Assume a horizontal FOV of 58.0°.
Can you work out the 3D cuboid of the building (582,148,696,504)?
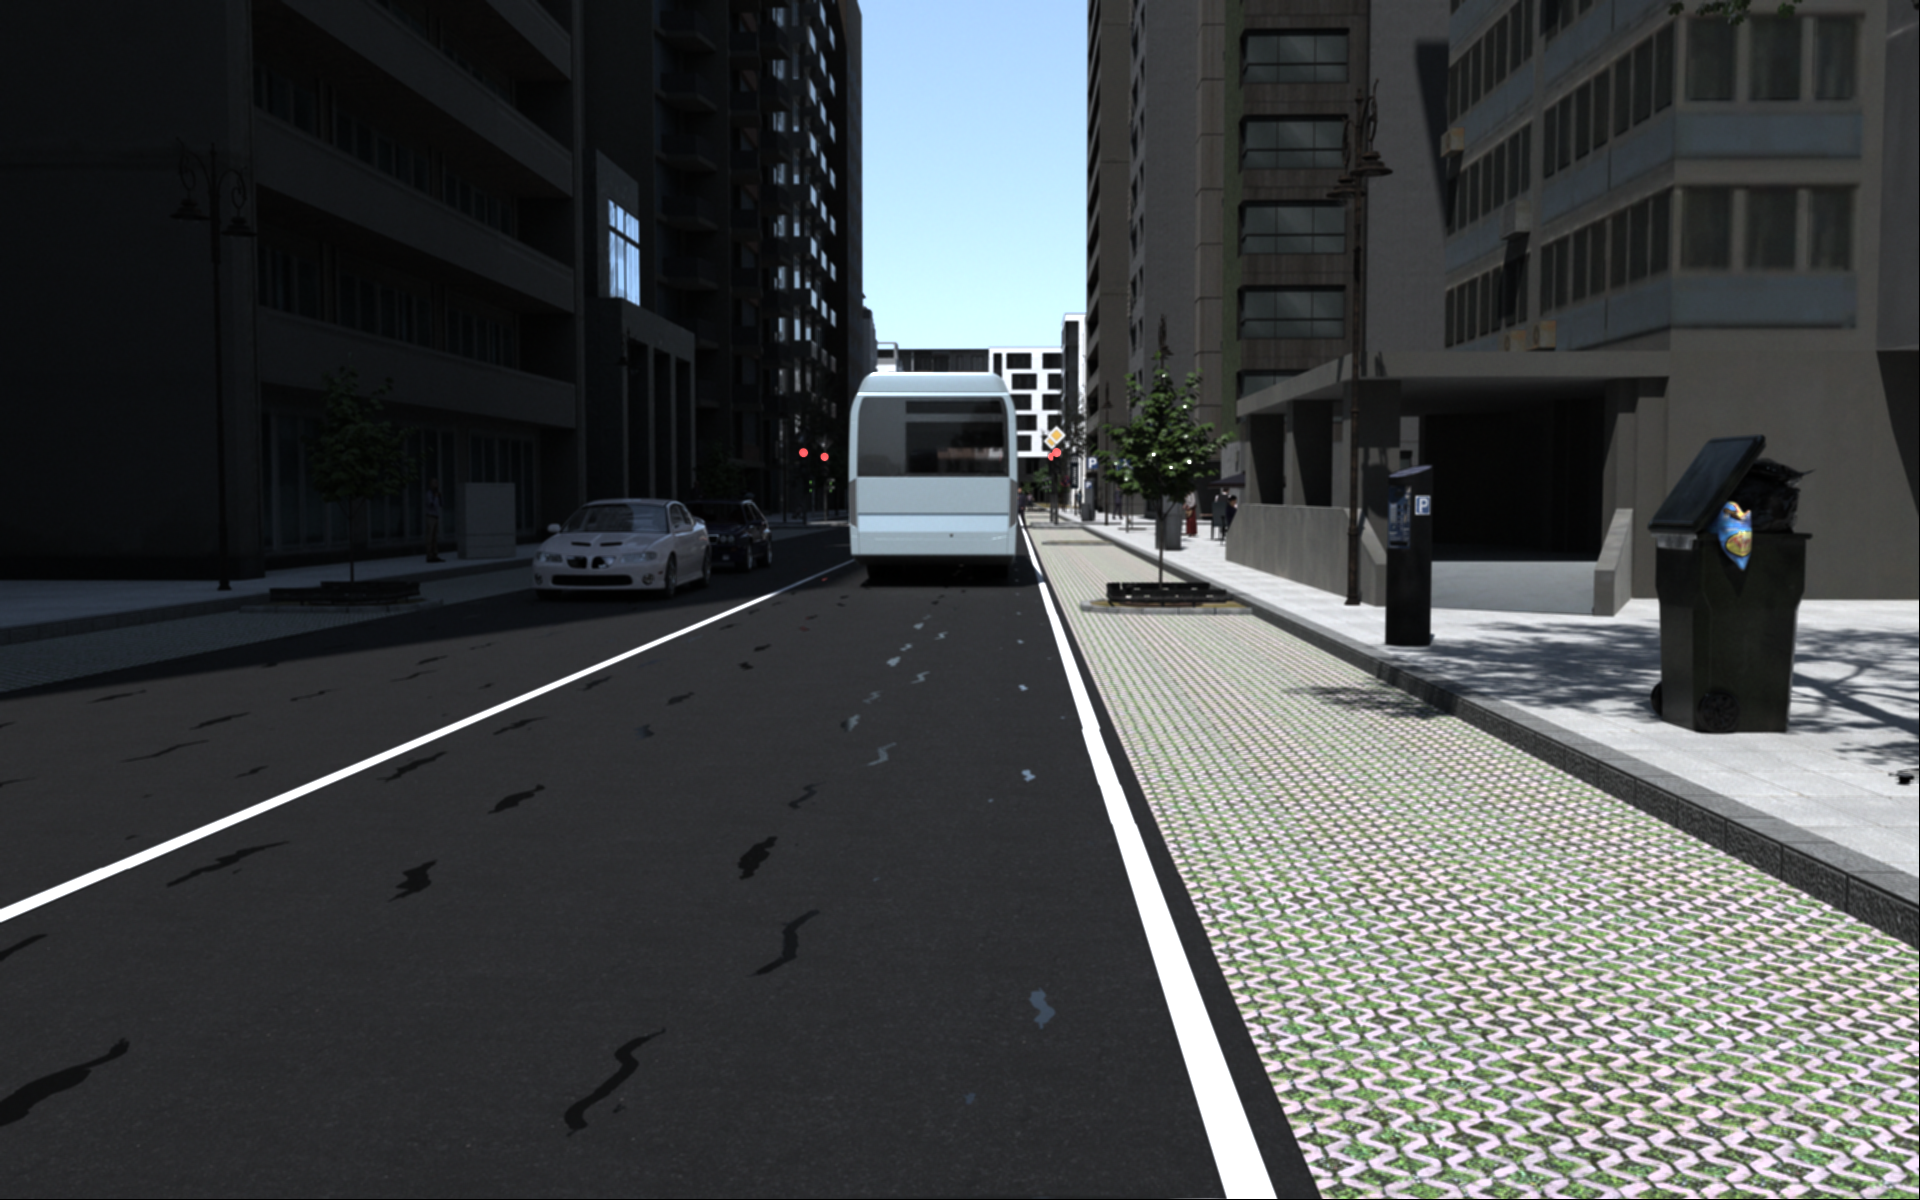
[{"bbox_3d":[-26.489,-45.508,56.729,31.000,86.520,22.319,0,4,2],"label":"building"}]

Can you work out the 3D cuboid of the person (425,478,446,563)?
[{"bbox_3d":[-9.862,-1.493,32.509,0.319,1.574,0.516,1,4,9],"label":"person"}]

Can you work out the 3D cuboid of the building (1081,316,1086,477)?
[{"bbox_3d":[19.456,-18.664,161.575,16.016,20.091,11.380,0,4,2],"label":"building"}]

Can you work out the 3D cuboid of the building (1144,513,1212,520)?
[{"bbox_3d":[15.877,-24.656,86.715,14.086,41.232,14.154,0,4,2],"label":"building"}]

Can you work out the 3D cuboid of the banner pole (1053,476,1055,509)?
[{"bbox_3d":[8.076,-9.841,150.913,0.401,3.779,0.863,-2,4,-32],"label":"banner pole"}]

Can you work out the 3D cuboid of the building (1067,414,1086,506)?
[{"bbox_3d":[16.168,-14.651,181.690,9.099,9.664,28.070,0,4,2],"label":"building"}]

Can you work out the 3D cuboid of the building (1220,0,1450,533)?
[{"bbox_3d":[15.678,-17.520,58.146,14.160,30.474,14.107,0,4,2],"label":"building"}]

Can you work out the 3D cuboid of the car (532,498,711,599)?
[{"bbox_3d":[-4.804,-0.781,25.126,2.083,1.381,4.827,0,4,2],"label":"car"}]

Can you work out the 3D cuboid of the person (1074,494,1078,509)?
[{"bbox_3d":[10.229,-8.830,152.469,0.319,1.574,0.516,2,4,35],"label":"person"}]

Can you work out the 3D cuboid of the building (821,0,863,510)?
[{"bbox_3d":[-15.747,-30.371,146.682,14.600,45.320,14.200,0,4,2],"label":"building"}]

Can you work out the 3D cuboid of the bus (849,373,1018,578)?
[{"bbox_3d":[-0.348,-2.324,32.856,2.948,3.499,13.247,0,4,1],"label":"bus"}]

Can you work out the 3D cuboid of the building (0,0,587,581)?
[{"bbox_3d":[-20.992,-25.154,34.966,21.300,48.544,21.600,0,4,2],"label":"building"}]

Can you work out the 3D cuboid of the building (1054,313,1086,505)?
[{"bbox_3d":[26.236,-22.476,211.457,27.936,21.610,32.646,0,4,2],"label":"building"}]

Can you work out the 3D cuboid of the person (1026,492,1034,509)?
[{"bbox_3d":[6.174,-8.748,153.492,0.963,1.587,0.435,0,4,7],"label":"person"}]

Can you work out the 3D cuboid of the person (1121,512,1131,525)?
[{"bbox_3d":[6.882,-3.382,71.813,0.381,0.543,0.357,1,4,13],"label":"person"}]

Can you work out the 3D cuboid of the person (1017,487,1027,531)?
[{"bbox_3d":[2.343,-3.586,68.043,0.541,1.710,0.530,2,4,33],"label":"person"}]

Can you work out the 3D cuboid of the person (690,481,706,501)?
[{"bbox_3d":[-9.055,-3.269,60.174,0.600,1.739,0.565,1,4,23],"label":"person"}]

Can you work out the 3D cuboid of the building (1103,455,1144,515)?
[{"bbox_3d":[19.750,-40.861,106.337,20.563,71.187,20.611,0,4,2],"label":"building"}]

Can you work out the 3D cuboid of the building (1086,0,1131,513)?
[{"bbox_3d":[20.499,-30.850,128.093,21.300,48.544,21.600,0,4,2],"label":"building"}]

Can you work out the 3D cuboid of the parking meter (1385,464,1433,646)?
[{"bbox_3d":[3.820,-0.387,14.732,0.372,1.533,0.369,0,3,0],"label":"parking meter"}]

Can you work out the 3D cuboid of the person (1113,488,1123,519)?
[{"bbox_3d":[8.026,-4.935,87.650,0.530,1.710,0.541,-2,4,-28],"label":"person"}]

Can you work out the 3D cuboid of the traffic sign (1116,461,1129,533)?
[{"bbox_3d":[5.551,-3.502,57.365,0.768,2.556,0.104,0,4,4],"label":"traffic sign"}]

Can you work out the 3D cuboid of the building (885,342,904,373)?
[{"bbox_3d":[-13.028,-22.311,221.209,11.380,20.091,16.016,0,4,2],"label":"building"}]

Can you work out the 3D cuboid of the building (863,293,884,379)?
[{"bbox_3d":[-15.735,-18.616,160.789,16.016,20.091,11.380,0,4,2],"label":"building"}]

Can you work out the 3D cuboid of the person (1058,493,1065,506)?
[{"bbox_3d":[9.886,-9.969,169.565,1.217,1.766,0.721,-3,5,-42],"label":"person"}]

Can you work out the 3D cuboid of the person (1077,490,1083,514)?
[{"bbox_3d":[7.639,-6.221,109.963,0.429,1.552,0.499,2,4,31],"label":"person"}]

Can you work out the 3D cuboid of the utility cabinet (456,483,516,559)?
[{"bbox_3d":[-9.410,-1.573,34.395,0.318,1.500,1.173,3,5,39],"label":"utility cabinet"}]

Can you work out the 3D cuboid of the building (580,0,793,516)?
[{"bbox_3d":[-21.206,-26.931,94.946,22.147,44.769,28.867,0,4,2],"label":"building"}]

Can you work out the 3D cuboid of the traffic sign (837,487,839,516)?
[{"bbox_3d":[-7.296,-6.315,103.353,0.768,2.556,0.104,0,4,8],"label":"traffic sign"}]

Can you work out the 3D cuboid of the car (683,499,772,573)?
[{"bbox_3d":[-4.627,-1.232,32.724,1.945,1.354,3.894,0,4,2],"label":"car"}]

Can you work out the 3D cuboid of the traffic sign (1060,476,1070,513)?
[{"bbox_3d":[7.254,-7.280,119.139,0.768,2.556,0.104,1,4,9],"label":"traffic sign"}]

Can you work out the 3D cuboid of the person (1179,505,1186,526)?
[{"bbox_3d":[7.678,-3.359,61.093,0.598,1.807,0.434,2,4,32],"label":"person"}]

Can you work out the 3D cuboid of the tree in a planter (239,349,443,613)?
[{"bbox_3d":[-7.607,-1.490,21.577,1.991,3.239,1.994,0,4,2],"label":"tree in a planter"}]

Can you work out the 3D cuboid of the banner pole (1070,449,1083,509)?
[{"bbox_3d":[6.459,-6.441,95.324,0.863,3.779,0.401,-1,4,-15],"label":"banner pole"}]

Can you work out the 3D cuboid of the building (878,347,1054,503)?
[{"bbox_3d":[2.220,-25.084,254.104,32.646,21.610,27.936,0,4,2],"label":"building"}]

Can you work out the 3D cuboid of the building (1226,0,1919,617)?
[{"bbox_3d":[21.040,-20.370,24.933,32.217,40.220,23.993,0,4,2],"label":"building"}]

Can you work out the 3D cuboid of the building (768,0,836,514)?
[{"bbox_3d":[-20.880,-30.876,124.425,23.786,49.044,30.456,0,4,2],"label":"building"}]

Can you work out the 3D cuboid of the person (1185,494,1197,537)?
[{"bbox_3d":[6.939,-2.659,51.990,0.387,1.526,0.523,0,4,-3],"label":"person"}]
